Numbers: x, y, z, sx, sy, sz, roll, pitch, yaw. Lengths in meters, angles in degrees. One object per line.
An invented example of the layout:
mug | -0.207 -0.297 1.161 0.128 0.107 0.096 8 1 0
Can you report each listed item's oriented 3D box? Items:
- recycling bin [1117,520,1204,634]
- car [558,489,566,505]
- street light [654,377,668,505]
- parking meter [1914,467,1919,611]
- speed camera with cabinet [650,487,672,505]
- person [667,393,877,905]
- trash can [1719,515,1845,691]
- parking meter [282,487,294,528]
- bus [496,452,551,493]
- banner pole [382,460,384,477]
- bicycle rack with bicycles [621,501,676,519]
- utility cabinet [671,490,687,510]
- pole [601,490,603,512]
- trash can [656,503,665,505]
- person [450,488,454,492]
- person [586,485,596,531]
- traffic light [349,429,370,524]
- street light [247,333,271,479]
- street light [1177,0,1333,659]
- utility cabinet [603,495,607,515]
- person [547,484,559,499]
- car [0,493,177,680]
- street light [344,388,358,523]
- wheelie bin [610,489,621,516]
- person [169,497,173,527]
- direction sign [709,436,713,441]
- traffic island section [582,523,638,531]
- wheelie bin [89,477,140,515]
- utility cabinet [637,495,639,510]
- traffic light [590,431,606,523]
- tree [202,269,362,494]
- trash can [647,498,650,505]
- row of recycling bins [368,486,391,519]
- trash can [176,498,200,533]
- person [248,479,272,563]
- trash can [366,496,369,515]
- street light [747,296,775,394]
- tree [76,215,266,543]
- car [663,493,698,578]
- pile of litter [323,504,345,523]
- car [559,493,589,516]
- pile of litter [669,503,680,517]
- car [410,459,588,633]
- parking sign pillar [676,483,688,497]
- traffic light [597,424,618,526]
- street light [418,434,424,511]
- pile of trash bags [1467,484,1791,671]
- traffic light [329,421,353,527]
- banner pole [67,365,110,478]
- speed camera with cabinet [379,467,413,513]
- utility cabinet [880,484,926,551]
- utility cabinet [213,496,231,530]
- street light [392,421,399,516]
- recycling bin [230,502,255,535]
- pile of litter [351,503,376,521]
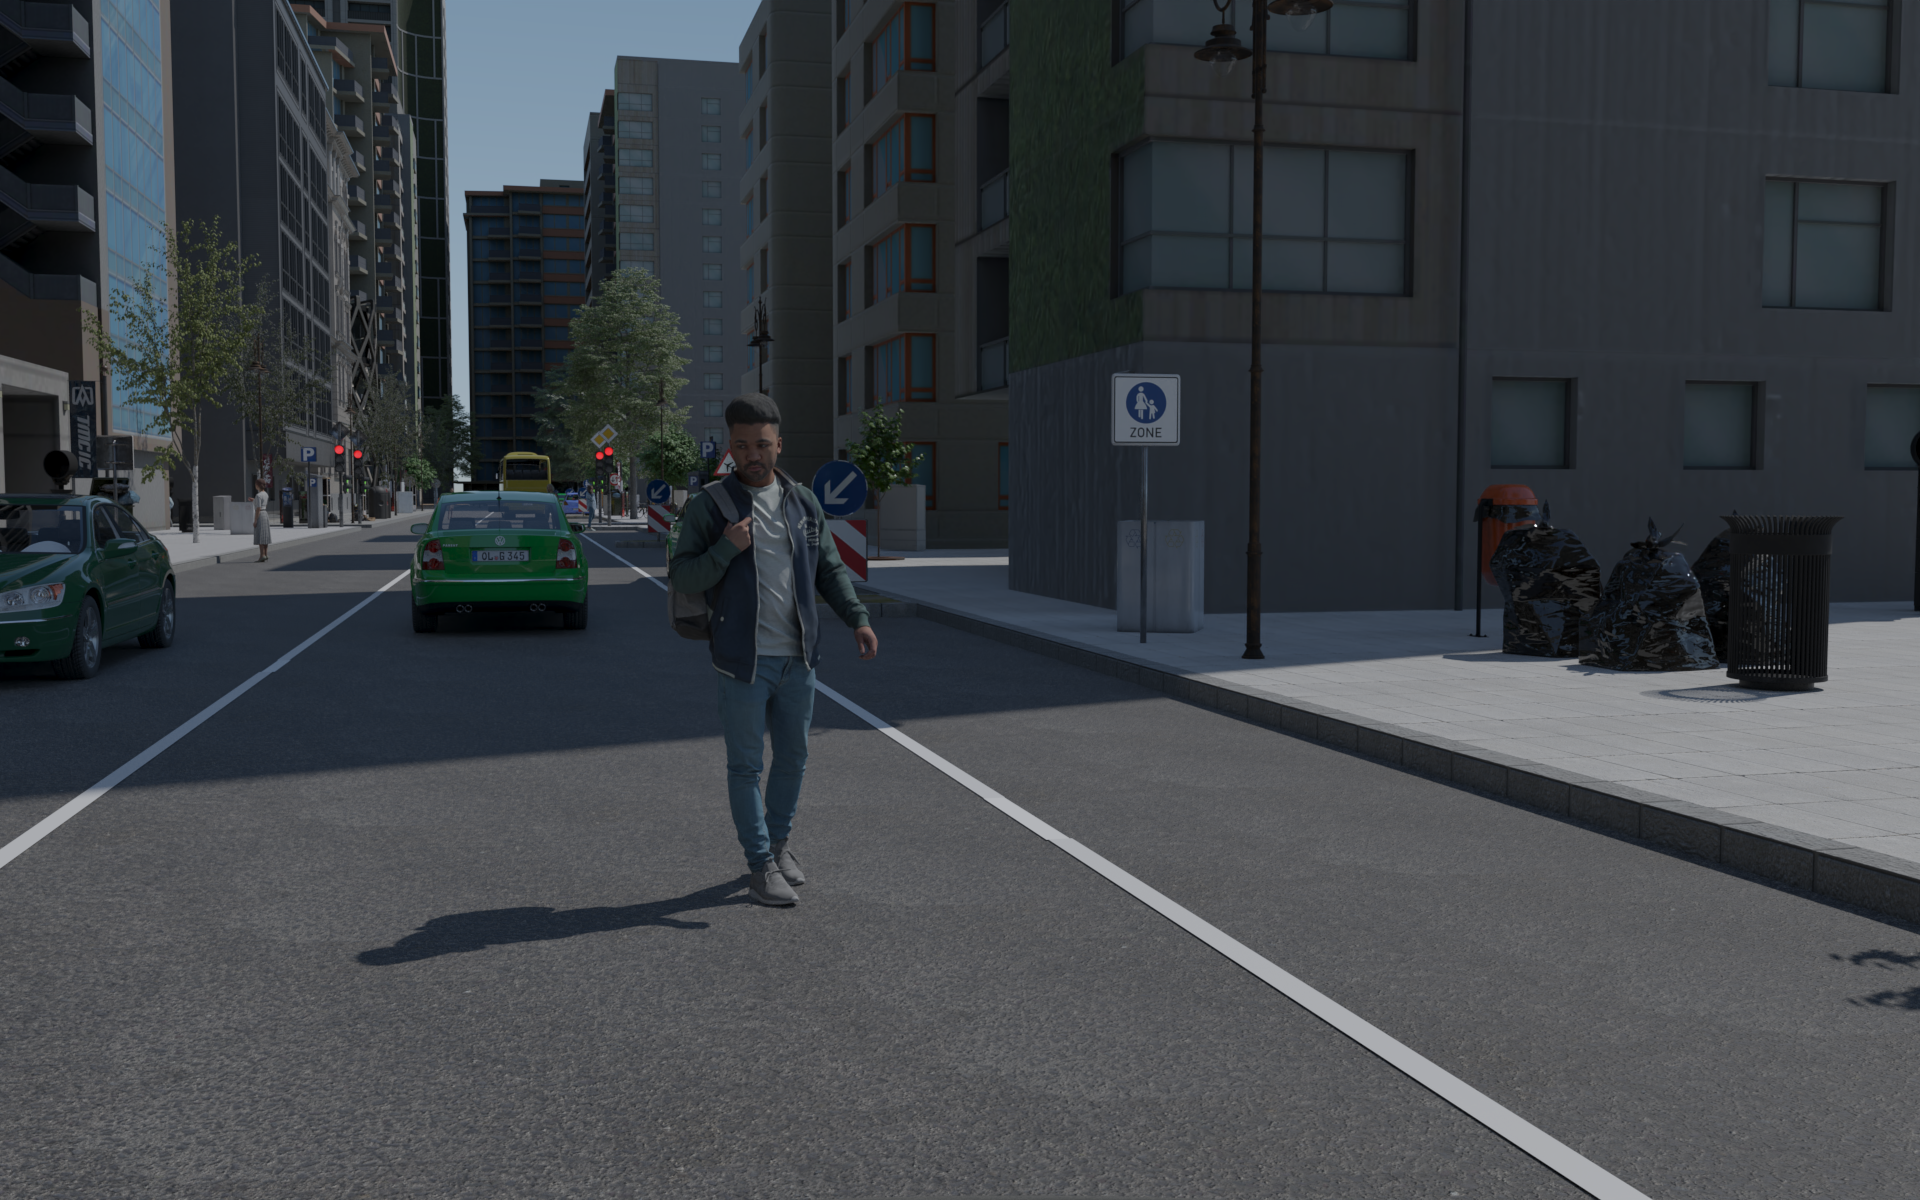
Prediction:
recycling bin | 1.896 -0.231 16.327 0.722 1.027 0.722 1 4 16
car | -31.564 -7.851 137.165 1.959 1.807 4.718 -1 4 -14
street light | -11.818 -5.865 68.681 0.468 5.910 1.993 -1 4 -14
parking meter | 10.645 -0.808 18.918 0.399 1.863 0.255 -3 5 -40
speed camera with cabinet | -21.868 -8.092 126.643 0.660 3.252 2.038 -3 5 -44
person | -0.703 0.166 6.140 0.623 1.781 0.721 -3 5 -43
trash can | 5.414 0.012 11.452 0.748 1.137 0.748 0 3 0
parking meter | -25.519 -3.508 65.760 0.372 1.533 0.369 0 3 0
bus | -25.451 -6.691 100.951 2.896 3.916 12.252 -1 4 -16
banner pole | -42.743 -8.460 128.343 0.401 3.779 0.863 -2 4 -29
bicycle rack with bicycles | -16.505 -4.736 90.810 2.852 0.926 2.925 -2 4 -32
utility cabinet | -16.520 -5.706 101.978 1.173 1.500 0.318 3 5 44
pole | -26.064 -8.090 126.116 0.158 3.312 0.155 0 3 0
trash can | -20.987 -6.708 121.321 0.748 1.137 0.748 0 3 0
person | -28.858 -5.470 98.281 0.374 1.781 0.599 2 4 35
person | -14.317 -3.567 67.091 0.793 1.790 0.793 -2 4 -32
traffic light | -25.825 -5.232 74.469 0.839 4.253 0.868 -1 4 -14
street light | -20.111 -4.711 49.810 0.468 5.910 1.993 -1 4 -14
street light | 2.289 -2.481 13.344 0.468 5.910 1.993 -1 4 -14
utility cabinet | -20.843 -5.668 103.838 1.020 1.237 0.306 0 4 7
person | -14.598 -3.254 61.882 0.537 1.800 0.526 0 4 6
car | -7.962 -0.175 14.656 2.131 1.459 4.920 -1 4 -13
street light | -26.503 -6.278 75.431 0.468 5.910 1.993 -1 4 -14
wheelie bin | -20.262 -5.755 102.001 0.693 1.594 0.980 -3 5 -41
person | -31.036 -3.509 67.686 0.589 1.601 0.330 1 4 18
direction sign | -9.761 -4.653 68.068 0.379 3.537 0.876 -1 4 -15
traffic island section | -14.017 -2.879 69.357 2.009 0.180 2.903 -1 4 -14
wheelie bin | -15.914 -1.508 32.571 0.980 1.594 0.693 -3 5 -43
utility cabinet | -25.703 -7.681 136.747 0.306 1.237 1.020 -3 5 -41
traffic light | -16.030 -5.385 76.971 0.839 4.253 0.868 -1 4 -14
tree | -23.072 -6.546 57.383 4.360 8.622 3.978 0 3 0
trash can | -25.739 -8.111 144.260 0.748 1.137 0.748 0 3 0
row of recycling bins | -30.333 -5.097 90.442 1.069 1.692 3.534 -1 4 -14
trash can | -25.659 -2.810 57.603 0.748 1.137 0.748 0 3 0
person | -14.738 -1.668 36.338 0.524 1.755 0.480 0 4 1
trash can | -37.249 -5.927 108.555 0.748 1.137 0.748 0 3 0
street light | -4.672 -4.151 40.660 0.468 5.910 1.993 -1 4 -14
tree | -20.253 -5.798 45.160 4.737 8.622 4.395 0 3 0
car | -3.813 -1.191 28.268 1.959 1.807 4.718 -1 4 -13
pile of litter | -28.412 -3.877 77.348 1.719 0.858 1.176 0 4 -1
car | -23.503 -5.891 105.905 1.945 1.707 3.694 -1 4 -15
pile of litter | -15.904 -5.033 96.260 1.719 0.858 1.176 1 4 9
car | -5.164 -0.650 19.419 1.959 1.807 4.718 -1 4 -15
parking sign pillar | -19.550 -8.171 122.066 1.447 3.967 1.447 1 4 23
traffic light | -14.058 -4.912 69.233 0.839 4.253 0.868 -1 4 -14
street light | -40.435 -9.619 130.061 0.468 5.910 1.993 -1 4 -14
pile of trash bags | 5.221 -0.275 14.241 1.912 1.369 3.447 -1 4 -13
traffic light | -23.854 -4.759 66.730 0.839 4.253 0.868 -1 4 -14
banner pole | -16.845 -2.671 33.685 0.863 3.779 0.401 -1 4 -18
speed camera with cabinet | -37.515 -7.392 115.194 2.038 3.252 0.660 -2 4 -32
utility cabinet | -1.287 -1.864 39.160 1.173 1.500 0.318 3 5 44
utility cabinet | -26.389 -3.106 61.944 0.306 1.237 1.020 -3 5 -42
street light | -33.514 -7.948 102.735 0.468 5.910 1.993 -1 4 -14
recycling bin | -22.699 -2.588 54.865 0.722 1.027 0.722 -1 4 -16
pile of litter | -28.387 -4.184 82.366 1.176 0.858 1.719 -1 4 -16
